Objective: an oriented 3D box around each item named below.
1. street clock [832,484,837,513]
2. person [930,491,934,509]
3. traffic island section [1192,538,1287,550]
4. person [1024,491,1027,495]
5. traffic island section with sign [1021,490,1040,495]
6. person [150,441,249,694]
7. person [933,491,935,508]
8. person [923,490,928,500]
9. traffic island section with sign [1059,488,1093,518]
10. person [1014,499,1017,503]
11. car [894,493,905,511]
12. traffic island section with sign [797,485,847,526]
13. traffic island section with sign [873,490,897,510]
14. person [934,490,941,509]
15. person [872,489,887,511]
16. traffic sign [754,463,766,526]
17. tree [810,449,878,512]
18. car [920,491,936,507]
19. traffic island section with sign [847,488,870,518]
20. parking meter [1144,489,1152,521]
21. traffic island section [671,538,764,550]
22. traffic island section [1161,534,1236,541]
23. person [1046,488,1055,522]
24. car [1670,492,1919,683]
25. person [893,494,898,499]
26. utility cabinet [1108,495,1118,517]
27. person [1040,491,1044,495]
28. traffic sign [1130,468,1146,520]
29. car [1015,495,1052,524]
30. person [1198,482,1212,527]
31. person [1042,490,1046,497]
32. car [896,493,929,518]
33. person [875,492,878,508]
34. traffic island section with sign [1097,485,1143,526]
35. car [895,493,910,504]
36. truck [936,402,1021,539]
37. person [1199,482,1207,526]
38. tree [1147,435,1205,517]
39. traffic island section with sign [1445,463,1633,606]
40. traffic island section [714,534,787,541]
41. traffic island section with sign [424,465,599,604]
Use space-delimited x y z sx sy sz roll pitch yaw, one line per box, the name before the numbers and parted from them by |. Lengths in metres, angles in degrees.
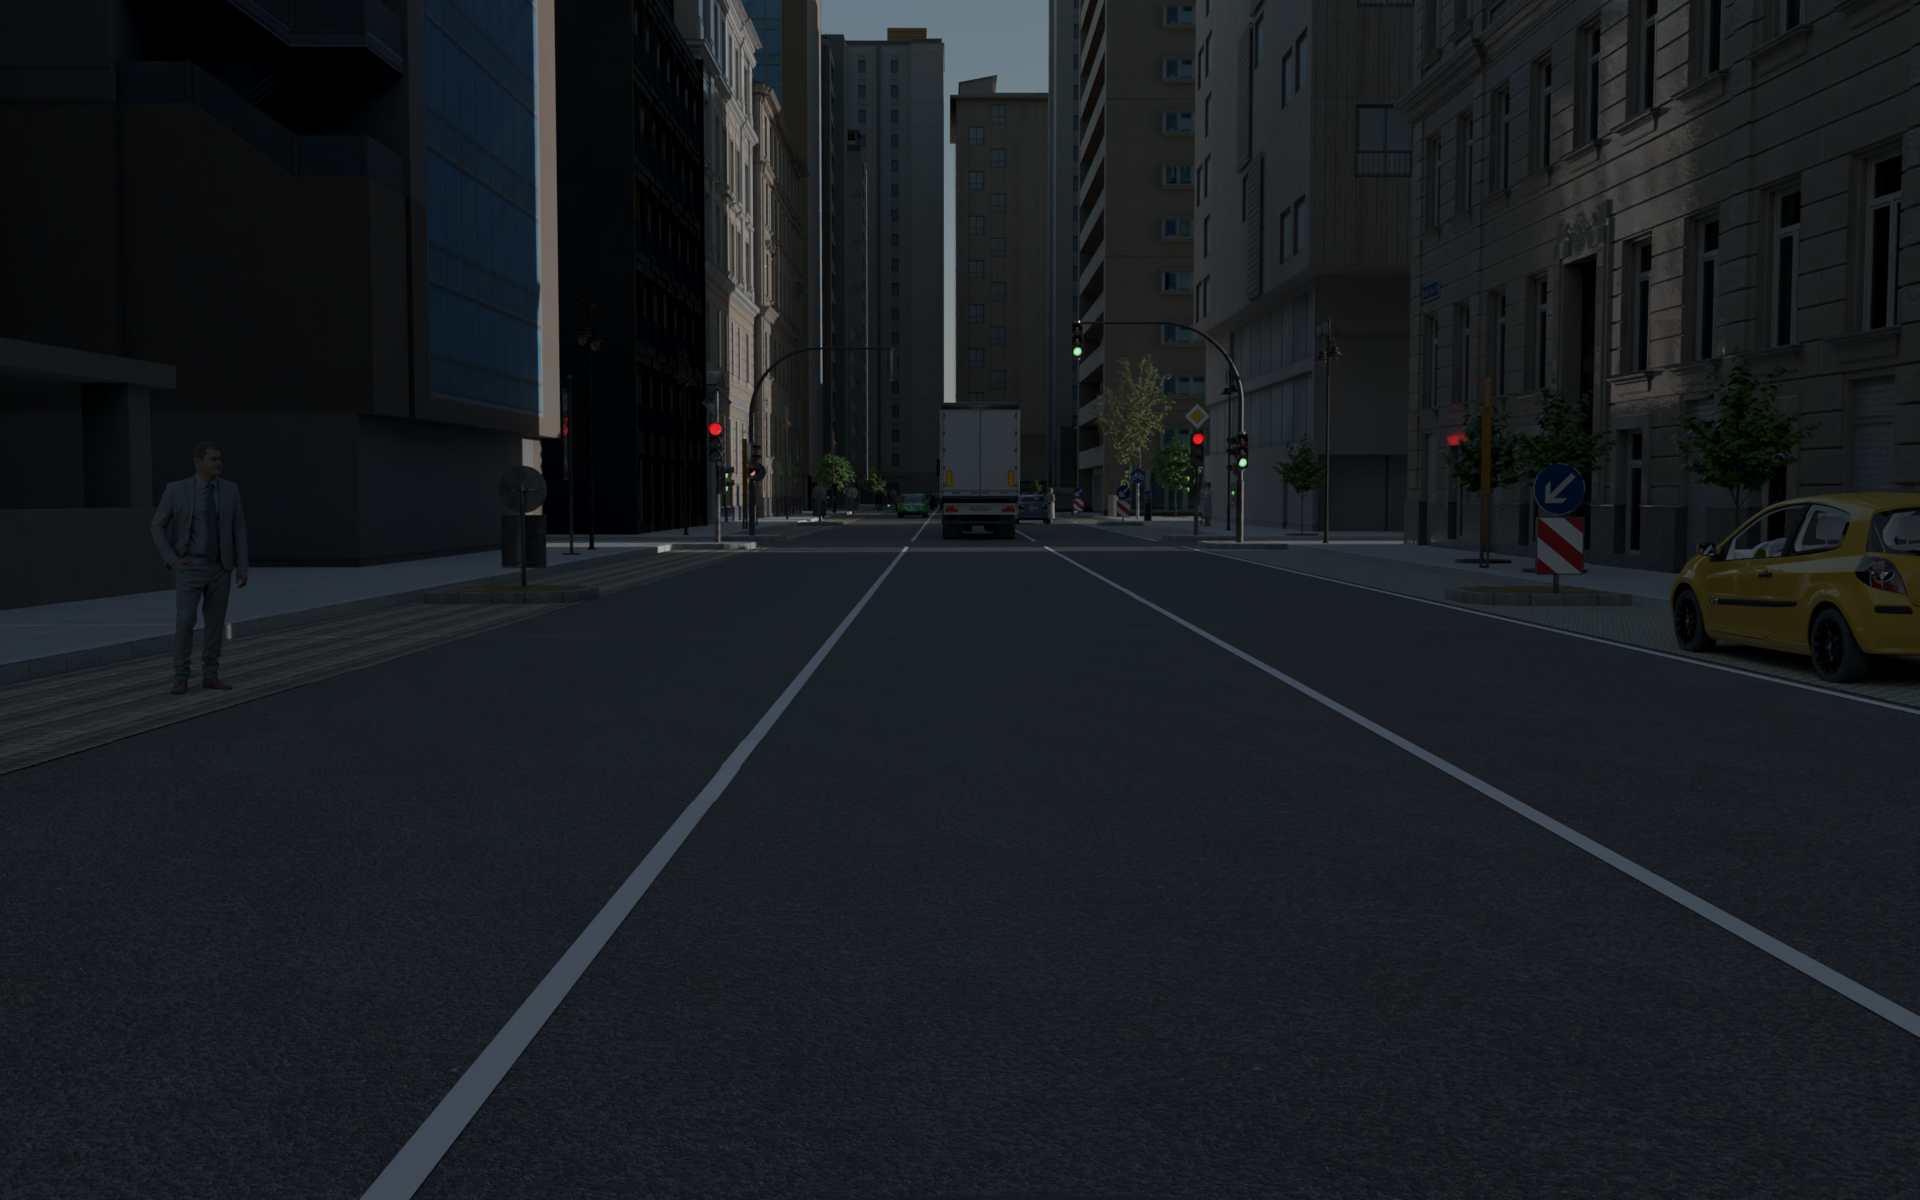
street clock | -8.614 -6.990 118.854 0.358 2.002 0.471 -2 4 -27
person | -2.610 -9.318 161.657 0.445 1.727 0.742 0 4 -2
traffic island section | 7.415 -1.444 45.889 2.009 0.180 2.903 0 4 0
person | 5.253 -7.762 136.877 0.593 1.643 0.415 2 4 27
traffic island section with sign | 6.743 -8.992 155.641 1.989 1.847 2.006 0 4 0
person | -5.501 -0.243 12.580 0.391 1.810 0.635 3 5 40
person | -2.850 -10.633 183.076 0.721 1.736 1.217 1 4 18
person | -3.555 -10.499 180.032 0.599 1.838 0.709 3 5 39
traffic island section with sign | 7.044 -5.920 105.426 1.989 1.847 2.006 0 4 0
person | 6.427 -11.819 201.755 1.348 1.821 0.705 -2 4 -32
car | -4.425 -8.244 143.836 2.155 1.783 4.494 0 4 0
traffic island section with sign | -6.305 -4.270 78.434 1.989 1.847 2.006 0 4 0
traffic island section with sign | -6.780 -8.986 155.552 1.989 1.847 2.006 0 4 0
person | -2.165 -9.865 169.669 0.709 1.838 0.599 -1 4 -15
person | -6.622 -8.235 143.073 1.348 1.831 0.705 1 4 8
traffic sign | -8.267 -4.300 70.408 0.768 2.556 0.104 0 4 5
tree | -9.170 -8.717 126.235 4.285 4.588 4.351 0 3 0
car | -3.752 -11.627 198.780 2.281 1.827 5.304 0 4 -2
traffic island section with sign | -6.467 -5.918 105.389 1.989 1.847 2.006 0 4 0
parking meter | 9.012 -4.567 83.084 0.372 1.533 0.369 0 3 0
traffic island section | -6.426 -1.439 45.808 2.009 0.180 2.903 0 4 0
traffic island section | 7.365 -1.932 53.874 2.009 0.180 2.903 0 4 0
person | 4.745 -4.973 90.360 0.519 1.759 0.362 2 4 32
car | 7.400 -0.259 14.467 2.015 1.641 3.980 0 3 0
person | -5.346 -8.239 146.439 0.697 1.427 0.421 -1 4 -19
utility cabinet | 8.635 -5.292 97.680 0.306 1.237 1.020 -1 4 -12
person | 6.334 -7.602 134.254 0.415 1.643 0.593 2 4 27
traffic sign | 8.849 -5.261 86.131 0.768 2.556 0.104 0 4 1
car | 3.460 -4.399 83.928 2.014 1.417 4.499 0 4 0
person | 9.693 -3.773 68.294 0.524 1.755 0.480 -2 4 -24
person | 8.592 -10.680 181.454 0.721 1.735 1.217 -3 5 -40
car | -2.859 -5.892 105.130 1.959 1.807 4.718 0 4 1
person | -7.657 -9.154 159.639 0.415 1.643 0.593 -1 4 -19
traffic island section with sign | 7.220 -4.272 78.472 1.989 1.847 2.006 0 4 0
car | -3.382 -6.737 119.189 2.155 1.783 4.494 0 4 -2
truck | 0.577 -4.260 58.559 2.839 4.237 11.283 0 4 0
person | 9.943 -3.931 70.672 0.624 1.780 0.694 -2 4 -23
tree | 12.035 -6.874 96.096 4.285 4.588 4.351 0 3 0
traffic island section with sign | 7.559 -0.876 22.949 1.989 1.847 2.006 0 4 0
traffic island section | -6.476 -1.927 53.793 2.009 0.180 2.903 0 4 0
traffic island section with sign | -5.962 -0.900 23.347 1.989 1.847 2.006 0 4 0
